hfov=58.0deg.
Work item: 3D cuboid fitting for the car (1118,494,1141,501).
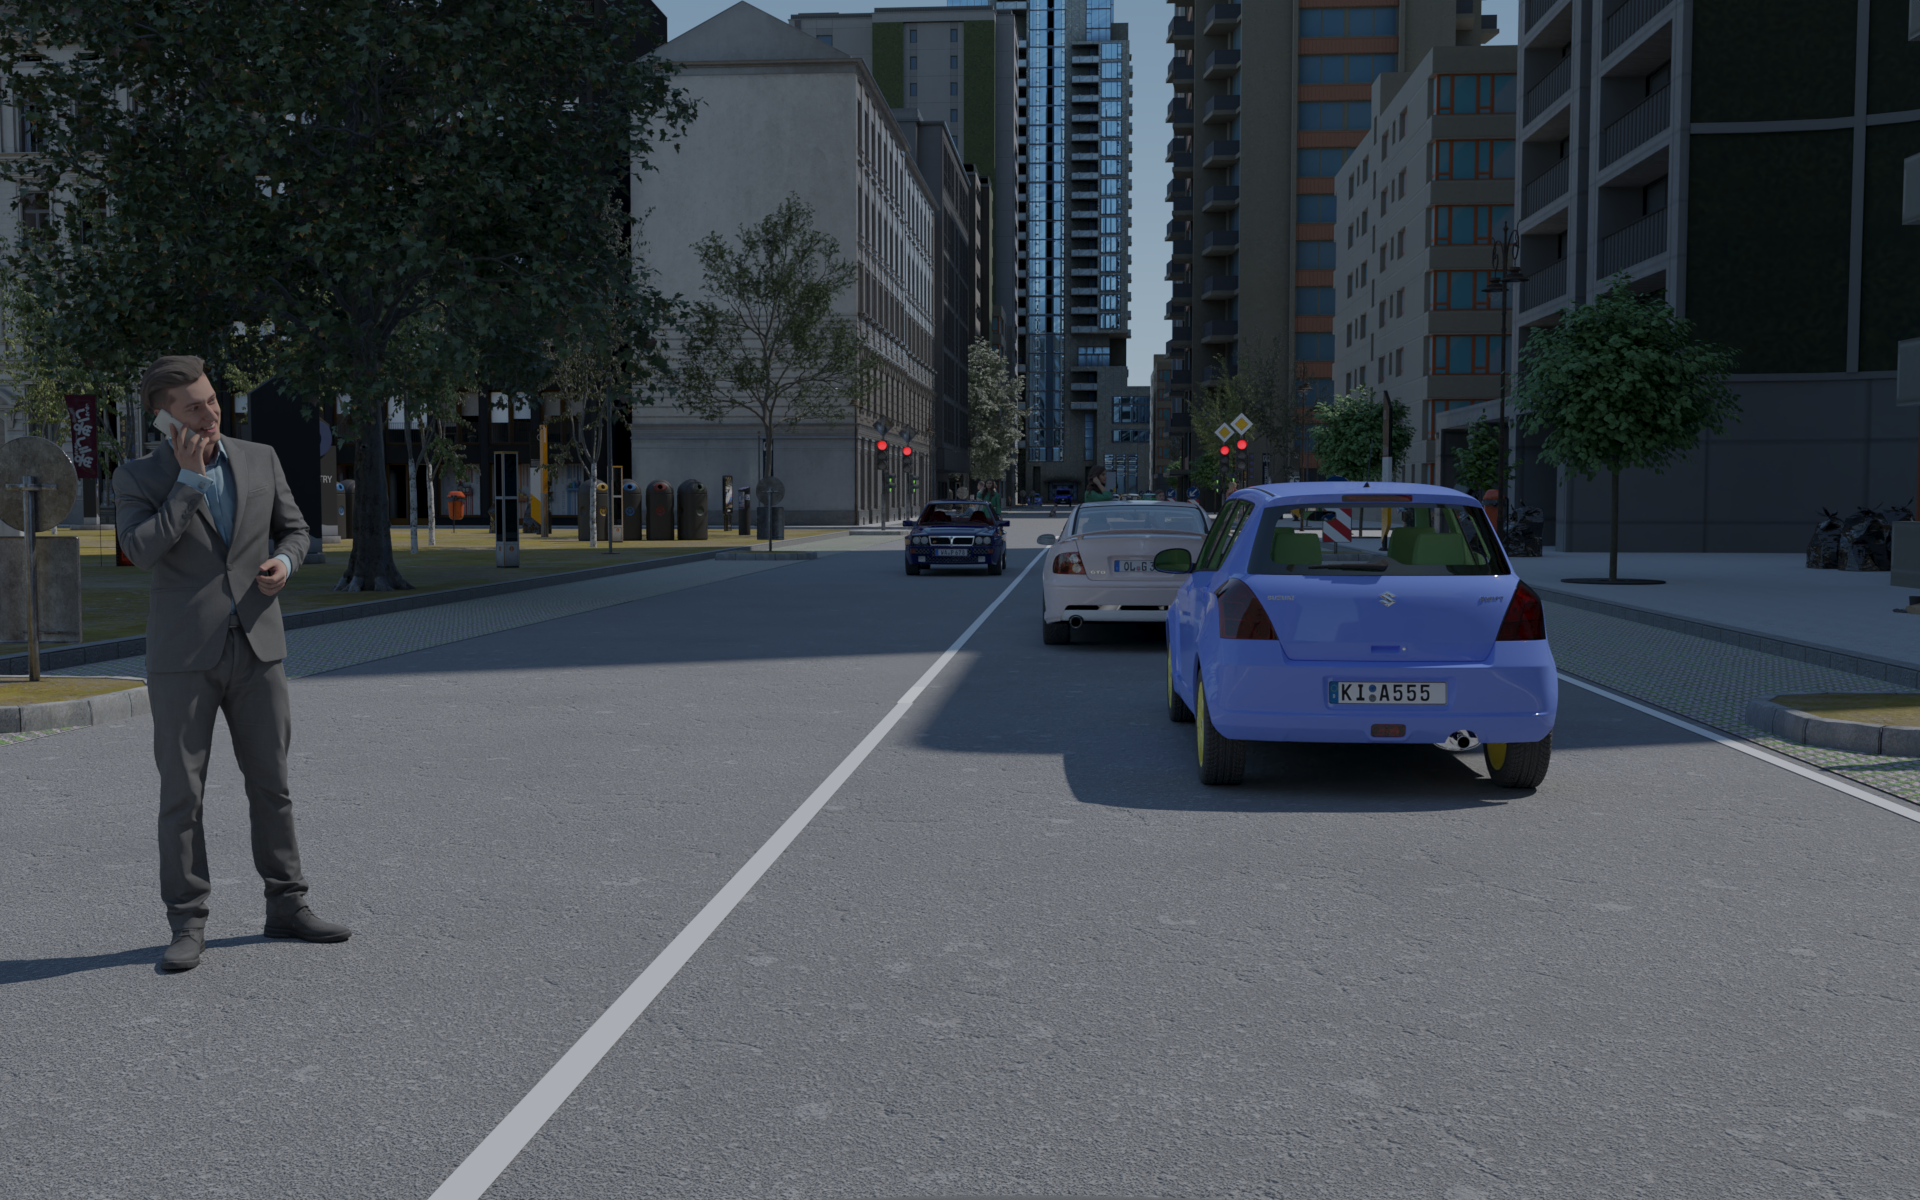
[{"bbox_3d":[10.518,-5.950,107.505,2.015,1.641,3.980,0,4,4],"label":"car"}]

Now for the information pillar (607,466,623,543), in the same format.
[{"bbox_3d":[-9.106,-2.523,45.747,0.304,2.012,0.304,-2,4,-35],"label":"information pillar"}]

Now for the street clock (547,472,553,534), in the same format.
[{"bbox_3d":[-13.225,-3.123,55.631,0.358,2.002,0.471,-1,4,-17],"label":"street clock"}]

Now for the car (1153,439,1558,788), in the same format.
[{"bbox_3d":[2.083,-0.011,9.776,1.945,1.707,3.694,0,4,3],"label":"car"}]

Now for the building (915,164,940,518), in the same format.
[{"bbox_3d":[-6.806,-15.134,96.595,9.793,20.994,18.267,0,4,4],"label":"building"}]

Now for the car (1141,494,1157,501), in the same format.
[{"bbox_3d":[17.152,-9.057,156.876,1.959,1.807,4.718,0,4,3],"label":"car"}]

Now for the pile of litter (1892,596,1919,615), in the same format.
[{"bbox_3d":[10.926,-0.270,18.378,1.719,0.858,1.176,3,5,42],"label":"pile of litter"}]

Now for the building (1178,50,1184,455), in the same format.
[{"bbox_3d":[27.675,-31.260,161.206,14.600,45.320,14.200,0,4,4],"label":"building"}]

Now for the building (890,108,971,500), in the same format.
[{"bbox_3d":[-7.203,-19.828,117.692,14.314,27.812,24.014,0,4,4],"label":"building"}]

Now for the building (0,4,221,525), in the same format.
[{"bbox_3d":[-40.232,-15.148,76.542,19.941,23.489,11.050,0,4,4],"label":"building"}]

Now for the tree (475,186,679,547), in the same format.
[{"bbox_3d":[-8.816,-5.587,41.705,4.360,8.622,3.978,0,3,0],"label":"tree"}]

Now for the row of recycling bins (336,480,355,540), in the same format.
[{"bbox_3d":[-17.621,-2.576,49.232,1.069,1.692,3.534,1,4,16],"label":"row of recycling bins"}]

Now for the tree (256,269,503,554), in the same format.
[{"bbox_3d":[-11.512,-5.299,37.005,4.737,8.622,4.395,0,3,0],"label":"tree"}]

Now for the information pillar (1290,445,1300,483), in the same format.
[{"bbox_3d":[15.773,-5.517,81.549,0.504,3.616,0.183,1,4,22],"label":"information pillar"}]

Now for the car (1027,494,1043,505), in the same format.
[{"bbox_3d":[9.022,-12.179,208.720,1.945,1.707,3.694,0,4,4],"label":"car"}]

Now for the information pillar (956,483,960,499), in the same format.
[{"bbox_3d":[-0.135,-6.585,112.159,0.304,2.012,0.304,0,4,-2],"label":"information pillar"}]

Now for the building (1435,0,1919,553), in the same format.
[{"bbox_3d":[23.818,-36.779,39.587,20.563,71.187,20.611,0,4,4],"label":"building"}]

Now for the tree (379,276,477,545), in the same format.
[{"bbox_3d":[-13.263,-5.656,42.842,4.360,8.622,3.978,0,3,0],"label":"tree"}]

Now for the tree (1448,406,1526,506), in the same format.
[{"bbox_3d":[11.664,-2.673,38.302,1.663,3.219,1.824,0,3,0],"label":"tree"}]

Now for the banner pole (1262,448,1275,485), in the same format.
[{"bbox_3d":[16.650,-6.310,93.182,0.863,3.779,0.401,0,4,-1],"label":"banner pole"}]

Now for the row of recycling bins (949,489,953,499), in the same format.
[{"bbox_3d":[-2.319,-7.677,132.623,3.534,1.692,1.069,0,4,-3],"label":"row of recycling bins"}]

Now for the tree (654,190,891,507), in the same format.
[{"bbox_3d":[-5.597,-7.223,52.505,7.601,10.594,8.767,-2,4,-24],"label":"tree"}]

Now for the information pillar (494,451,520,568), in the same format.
[{"bbox_3d":[-7.863,-1.564,30.058,0.304,2.012,0.304,-3,5,-43],"label":"information pillar"}]

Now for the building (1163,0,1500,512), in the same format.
[{"bbox_3d":[26.365,-28.889,126.959,22.147,44.769,28.867,0,4,4],"label":"building"}]

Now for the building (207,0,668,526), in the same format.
[{"bbox_3d":[-21.954,-15.044,75.644,15.834,23.373,12.332,0,4,4],"label":"building"}]

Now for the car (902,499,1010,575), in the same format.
[{"bbox_3d":[-0.041,-1.174,31.777,1.945,1.354,3.894,0,4,3],"label":"car"}]

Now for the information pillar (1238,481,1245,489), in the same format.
[{"bbox_3d":[16.231,-5.826,99.750,0.304,2.012,0.304,2,4,25],"label":"information pillar"}]

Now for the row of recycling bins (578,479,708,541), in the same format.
[{"bbox_3d":[-8.751,-2.488,47.797,3.534,1.692,1.069,-1,4,-20],"label":"row of recycling bins"}]

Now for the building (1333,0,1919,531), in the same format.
[{"bbox_3d":[33.720,-14.362,79.855,28.899,21.520,27.650,0,4,4],"label":"building"}]

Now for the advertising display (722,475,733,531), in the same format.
[{"bbox_3d":[-8.026,-3.340,59.829,0.123,1.923,0.974,0,4,7],"label":"advertising display"}]

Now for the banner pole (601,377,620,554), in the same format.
[{"bbox_3d":[-7.525,-2.891,37.287,0.401,3.779,0.863,0,4,-6],"label":"banner pole"}]

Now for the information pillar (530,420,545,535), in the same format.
[{"bbox_3d":[-13.285,-3.869,54.611,0.504,3.616,0.183,0,4,-6],"label":"information pillar"}]

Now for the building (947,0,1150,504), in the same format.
[{"bbox_3d":[10.350,-56.516,236.708,31.000,86.520,22.319,0,4,4],"label":"building"}]

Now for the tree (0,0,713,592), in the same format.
[{"bbox_3d":[-8.000,-6.480,22.955,9.611,12.733,9.660,0,3,0],"label":"tree"}]

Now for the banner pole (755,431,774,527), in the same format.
[{"bbox_3d":[-7.735,-4.802,68.530,0.863,3.779,0.401,-2,4,-31],"label":"banner pole"}]

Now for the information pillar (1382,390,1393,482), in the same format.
[{"bbox_3d":[9.592,-2.909,38.914,0.183,3.616,0.504,0,4,-2],"label":"information pillar"}]

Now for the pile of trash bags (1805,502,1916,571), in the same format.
[{"bbox_3d":[16.306,-1.193,29.264,3.447,1.369,1.912,1,4,9],"label":"pile of trash bags"}]

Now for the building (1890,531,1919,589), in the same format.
[{"bbox_3d":[25.689,-9.977,8.162,27.650,21.520,28.899,0,4,4],"label":"building"}]

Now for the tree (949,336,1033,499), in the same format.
[{"bbox_3d":[0.627,-14.183,138.550,9.857,13.997,8.962,0,3,0],"label":"tree"}]

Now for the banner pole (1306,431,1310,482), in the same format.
[{"bbox_3d":[13.685,-4.782,68.195,0.401,3.779,0.863,1,4,12],"label":"banner pole"}]

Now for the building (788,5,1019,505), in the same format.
[{"bbox_3d":[-7.200,-40.827,209.518,28.212,58.520,21.231,0,4,4],"label":"building"}]

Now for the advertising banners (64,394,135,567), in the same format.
[{"bbox_3d":[-14.751,-2.117,30.794,2.074,3.025,0.090,-3,4,-38],"label":"advertising banners"}]

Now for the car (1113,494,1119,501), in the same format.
[{"bbox_3d":[12.210,-7.790,139.366,2.014,1.417,4.499,0,4,6],"label":"car"}]

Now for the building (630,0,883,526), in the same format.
[{"bbox_3d":[-8.025,-14.021,78.402,9.793,20.994,18.267,0,4,4],"label":"building"}]

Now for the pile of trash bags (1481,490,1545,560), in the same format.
[{"bbox_3d":[10.942,-1.568,35.383,1.912,1.369,3.447,1,4,17],"label":"pile of trash bags"}]

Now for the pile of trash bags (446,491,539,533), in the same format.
[{"bbox_3d":[-15.202,-2.890,57.012,3.447,1.369,1.912,0,4,2],"label":"pile of trash bags"}]

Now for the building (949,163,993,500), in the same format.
[{"bbox_3d":[-4.574,-23.219,151.339,14.160,30.474,14.107,0,4,4],"label":"building"}]

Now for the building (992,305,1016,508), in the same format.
[{"bbox_3d":[-8.863,-20.119,173.988,27.650,21.520,28.899,0,4,4],"label":"building"}]

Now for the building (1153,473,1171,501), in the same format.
[{"bbox_3d":[33.847,-46.933,205.605,20.563,71.187,20.611,0,4,4],"label":"building"}]

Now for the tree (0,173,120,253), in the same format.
[{"bbox_3d":[-17.460,-5.212,35.578,4.737,8.622,4.395,0,3,0],"label":"tree"}]

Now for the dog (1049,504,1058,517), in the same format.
[{"bbox_3d":[5.744,-5.629,108.870,0.800,0.831,0.513,0,4,7],"label":"dog"}]

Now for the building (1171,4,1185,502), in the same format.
[{"bbox_3d":[32.866,-39.121,181.628,21.231,58.520,28.212,0,4,4],"label":"building"}]

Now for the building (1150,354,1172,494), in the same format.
[{"bbox_3d":[41.184,-24.093,238.963,28.899,21.520,27.650,0,4,4],"label":"building"}]

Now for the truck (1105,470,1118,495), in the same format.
[{"bbox_3d":[17.273,-13.193,204.615,2.839,4.237,11.283,0,4,5],"label":"truck"}]

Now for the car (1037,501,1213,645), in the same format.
[{"bbox_3d":[1.810,-0.332,17.792,2.083,1.381,4.827,0,4,4],"label":"car"}]
